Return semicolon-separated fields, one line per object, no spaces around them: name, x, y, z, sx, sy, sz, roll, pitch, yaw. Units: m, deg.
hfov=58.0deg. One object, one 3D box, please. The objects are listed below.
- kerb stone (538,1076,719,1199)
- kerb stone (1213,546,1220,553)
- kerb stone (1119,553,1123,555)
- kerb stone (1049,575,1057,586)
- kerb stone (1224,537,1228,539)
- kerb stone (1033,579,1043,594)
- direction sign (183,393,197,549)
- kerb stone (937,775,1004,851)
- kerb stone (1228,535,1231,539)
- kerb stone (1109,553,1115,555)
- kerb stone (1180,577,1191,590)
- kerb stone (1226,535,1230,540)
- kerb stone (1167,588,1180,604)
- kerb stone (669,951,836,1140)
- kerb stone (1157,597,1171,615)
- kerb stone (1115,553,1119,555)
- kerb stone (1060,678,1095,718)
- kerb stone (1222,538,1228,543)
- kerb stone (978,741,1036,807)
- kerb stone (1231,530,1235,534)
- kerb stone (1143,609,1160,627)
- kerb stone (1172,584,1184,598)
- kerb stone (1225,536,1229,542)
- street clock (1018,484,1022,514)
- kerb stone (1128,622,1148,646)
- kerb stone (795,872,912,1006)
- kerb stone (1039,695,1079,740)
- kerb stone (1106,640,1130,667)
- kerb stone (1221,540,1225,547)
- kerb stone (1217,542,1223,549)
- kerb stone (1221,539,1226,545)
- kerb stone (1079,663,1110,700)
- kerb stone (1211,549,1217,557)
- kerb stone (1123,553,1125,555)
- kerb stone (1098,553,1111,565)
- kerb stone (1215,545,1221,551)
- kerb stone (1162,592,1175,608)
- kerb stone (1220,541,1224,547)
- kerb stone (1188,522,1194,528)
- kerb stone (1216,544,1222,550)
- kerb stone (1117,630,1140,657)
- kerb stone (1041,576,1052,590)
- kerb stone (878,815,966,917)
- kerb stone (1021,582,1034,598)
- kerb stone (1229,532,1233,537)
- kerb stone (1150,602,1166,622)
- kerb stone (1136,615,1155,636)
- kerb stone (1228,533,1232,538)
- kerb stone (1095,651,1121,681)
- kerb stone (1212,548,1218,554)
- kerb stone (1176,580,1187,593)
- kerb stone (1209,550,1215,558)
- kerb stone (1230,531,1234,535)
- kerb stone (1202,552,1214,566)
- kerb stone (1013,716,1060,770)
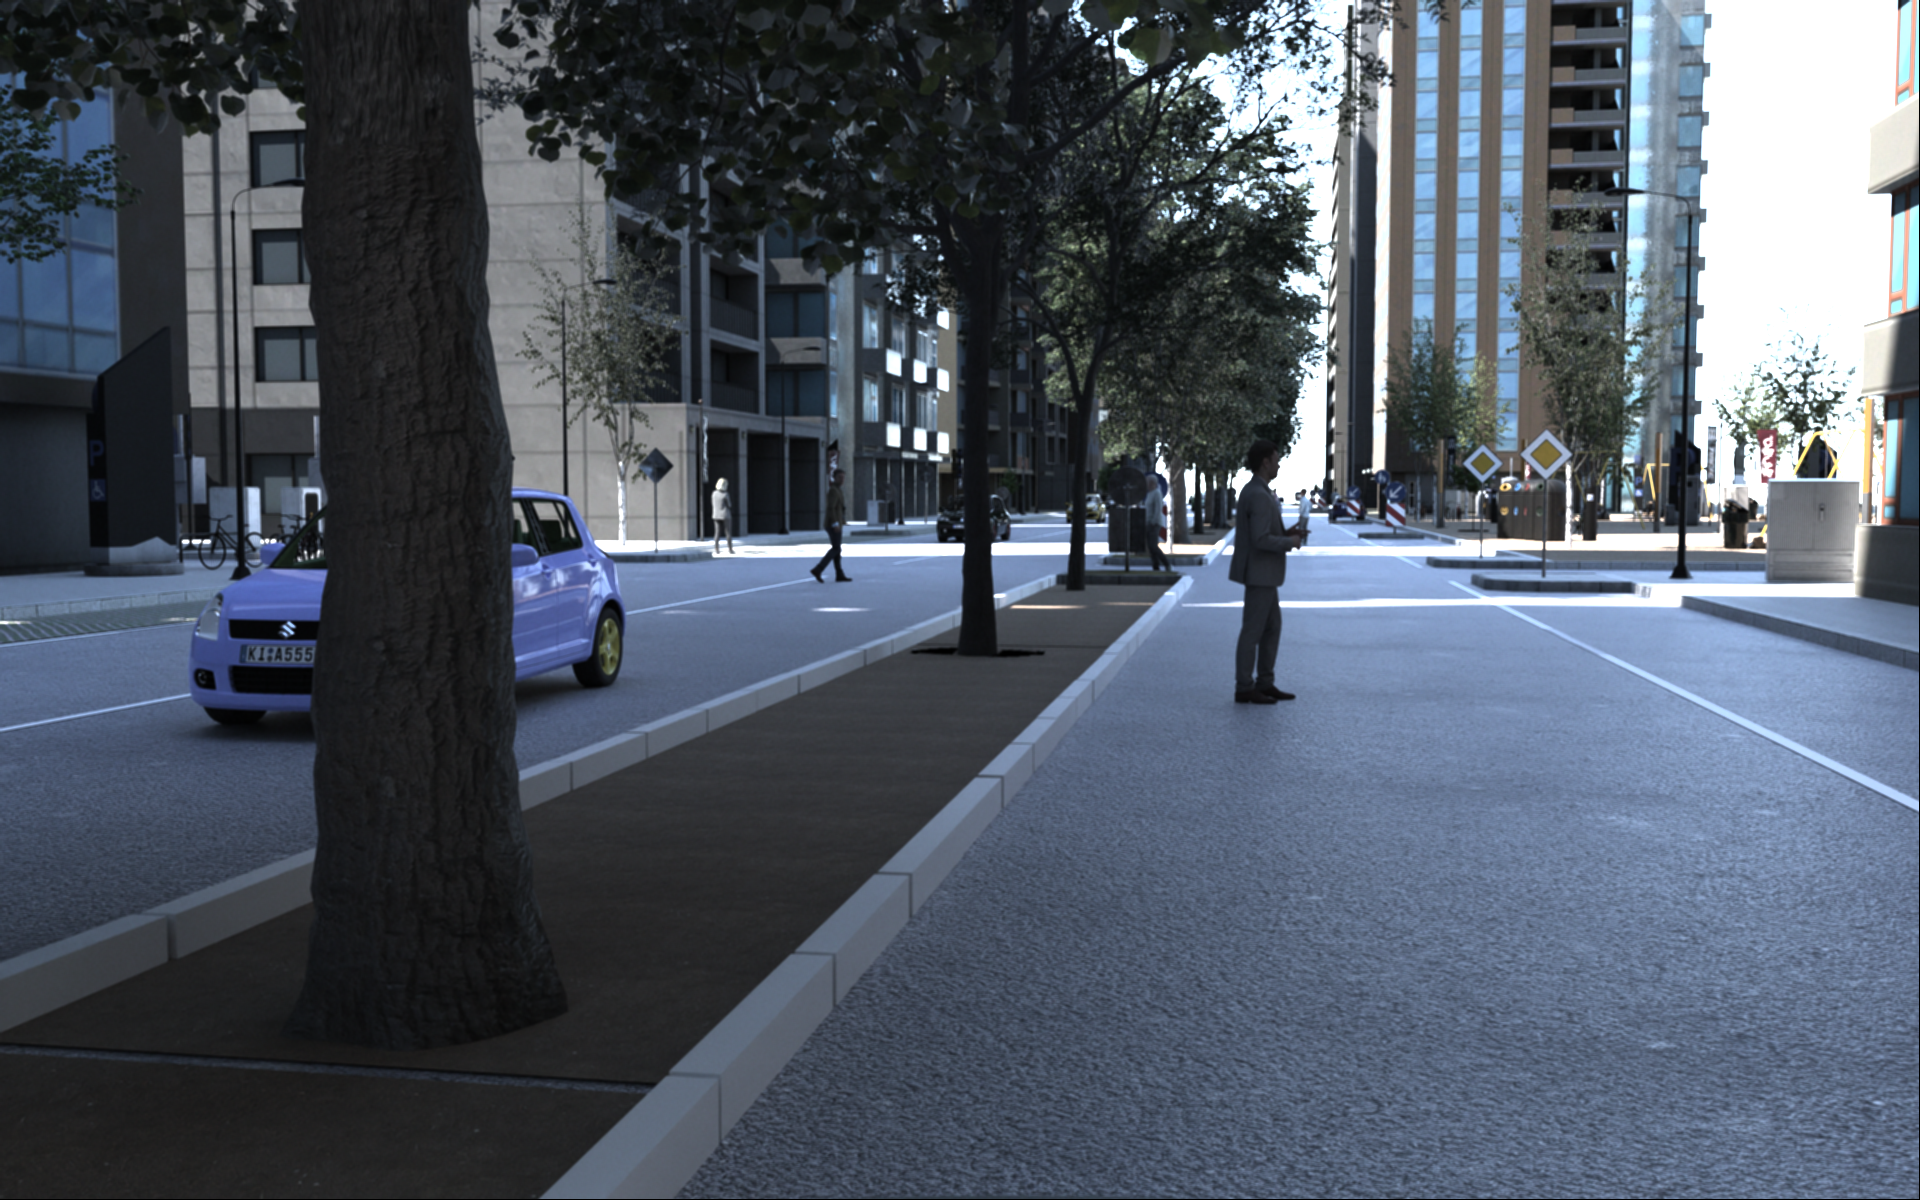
kerb stone;-0.677;1.156;3.327;0.120;0.150;1.000;1;4;10
kerb stone;5.903;-1.103;40.257;0.120;0.150;1.000;1;4;10
kerb stone;3.478;-1.004;38.607;0.120;0.150;1.000;1;4;10
kerb stone;1.406;-0.293;26.987;0.120;0.150;1.000;1;4;10
kerb stone;7.341;-1.596;48.321;0.120;0.150;1.000;1;4;10
kerb stone;1.042;-0.167;24.976;0.120;0.150;1.000;1;4;10
direction sign;-17.487;-2.891;39.267;0.379;3.537;0.876;-2;4;-32
kerb stone;0.042;0.912;7.377;0.120;0.150;1.000;1;4;10
kerb stone;7.876;-1.778;51.343;0.120;0.150;1.000;1;4;10
kerb stone;3.116;-0.878;36.596;0.120;0.150;1.000;1;4;10
kerb stone;3.291;-0.208;25.592;0.120;0.150;1.000;1;4;10
kerb stone;7.687;-1.721;50.338;0.120;0.150;1.000;1;4;10
kerb stone;2.739;-0.022;22.550;0.120;0.150;1.000;1;4;10
kerb stone;-0.500;1.093;4.334;0.120;0.150;1.000;1;4;10
kerb stone;2.388;0.102;20.532;0.120;0.150;1.000;1;4;10
kerb stone;3.284;-0.942;37.604;0.120;0.150;1.000;1;4;10
kerb stone;0.766;0.658;11.438;0.120;0.150;1.000;1;4;10
kerb stone;7.166;-1.535;47.314;0.120;0.150;1.000;1;4;10
kerb stone;0.228;0.844;8.398;0.120;0.150;1.000;1;4;10
kerb stone;8.948;-2.153;57.390;0.120;0.150;1.000;1;4;10
kerb stone;2.025;0.227;18.520;0.120;0.150;1.000;1;4;10
kerb stone;2.926;-0.084;23.562;0.120;0.150;1.000;1;4;10
kerb stone;7.517;-1.658;49.331;0.120;0.150;1.000;1;4;10
street clock;3.921;-6.593;112.358;0.358;2.002;0.471;0;4;-5
kerb stone;1.669;0.348;16.504;0.120;0.150;1.000;1;4;10
kerb stone;-0.318;1.031;5.345;0.120;0.150;1.000;1;4;10
kerb stone;0.586;0.720;10.431;0.120;0.150;1.000;1;4;10
kerb stone;1.302;0.473;14.474;0.120;0.150;1.000;1;4;10
kerb stone;6.798;-1.410;45.300;0.120;0.150;1.000;1;4;10
kerb stone;6.439;-1.285;43.277;0.120;0.150;1.000;1;4;10
kerb stone;6.977;-1.475;46.306;0.120;0.150;1.000;1;4;10
kerb stone;0.953;0.596;12.454;0.120;0.150;1.000;1;4;10
kerb stone;5.539;-0.981;38.229;0.120;0.150;1.000;1;4;10
kerb stone;3.651;-1.062;39.615;0.120;0.150;1.000;1;4;10
kerb stone;2.939;-0.819;35.589;0.120;0.150;1.000;1;4;10
kerb stone;6.077;-1.163;41.264;0.120;0.150;1.000;1;4;10
kerb stone;2.560;0.042;21.541;0.120;0.150;1.000;1;4;10
kerb stone;6.619;-1.351;44.293;0.120;0.150;1.000;1;4;10
kerb stone;10.308;-3.347;76.966;0.120;0.150;1.000;1;4;10
kerb stone;6.258;-1.228;42.270;0.120;0.150;1.000;1;4;10
kerb stone;1.486;0.410;15.492;0.120;0.150;1.000;1;4;10
kerb stone;1.215;-0.228;25.983;0.120;0.150;1.000;1;4;10
kerb stone;-0.133;0.968;6.370;0.120;0.150;1.000;1;4;10
kerb stone;0.864;-0.108;23.969;0.120;0.150;1.000;1;4;10
kerb stone;8.413;-1.962;54.367;0.120;0.150;1.000;1;4;10
kerb stone;2.207;0.163;19.526;0.120;0.150;1.000;1;4;10
kerb stone;1.848;0.287;17.510;0.120;0.150;1.000;1;4;10
kerb stone;8.237;-1.906;53.355;0.120;0.150;1.000;1;4;10
kerb stone;1.130;0.538;13.462;0.120;0.150;1.000;1;4;10
kerb stone;5.725;-1.042;39.248;0.120;0.150;1.000;1;4;10
kerb stone;3.105;-0.143;24.584;0.120;0.150;1.000;1;4;10
kerb stone;5.359;-0.919;37.214;0.120;0.150;1.000;1;4;10
kerb stone;8.594;-2.025;55.377;0.120;0.150;1.000;1;4;10
kerb stone;5.180;-0.857;36.204;0.120;0.150;1.000;1;4;10
kerb stone;0.410;0.782;9.413;0.120;0.150;1.000;1;4;10
